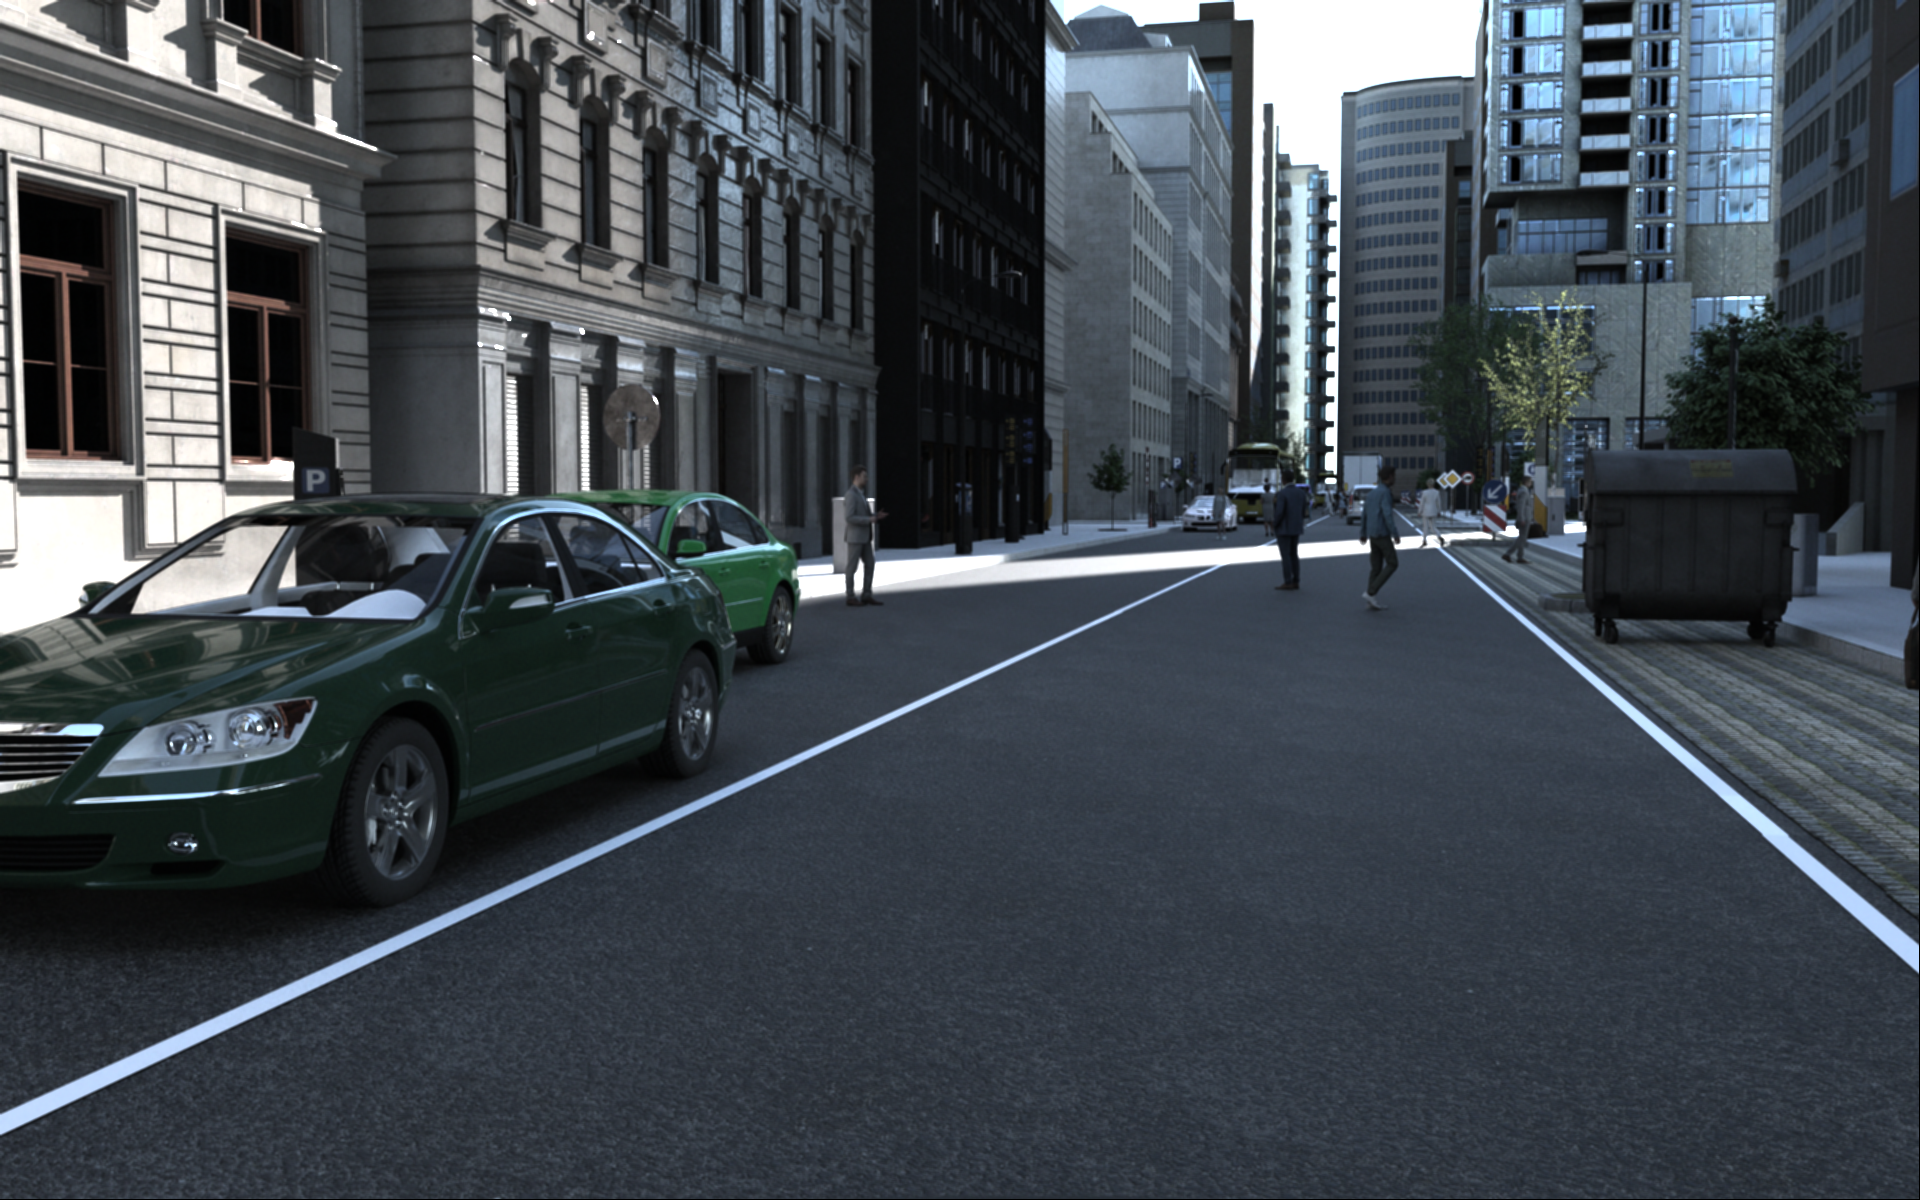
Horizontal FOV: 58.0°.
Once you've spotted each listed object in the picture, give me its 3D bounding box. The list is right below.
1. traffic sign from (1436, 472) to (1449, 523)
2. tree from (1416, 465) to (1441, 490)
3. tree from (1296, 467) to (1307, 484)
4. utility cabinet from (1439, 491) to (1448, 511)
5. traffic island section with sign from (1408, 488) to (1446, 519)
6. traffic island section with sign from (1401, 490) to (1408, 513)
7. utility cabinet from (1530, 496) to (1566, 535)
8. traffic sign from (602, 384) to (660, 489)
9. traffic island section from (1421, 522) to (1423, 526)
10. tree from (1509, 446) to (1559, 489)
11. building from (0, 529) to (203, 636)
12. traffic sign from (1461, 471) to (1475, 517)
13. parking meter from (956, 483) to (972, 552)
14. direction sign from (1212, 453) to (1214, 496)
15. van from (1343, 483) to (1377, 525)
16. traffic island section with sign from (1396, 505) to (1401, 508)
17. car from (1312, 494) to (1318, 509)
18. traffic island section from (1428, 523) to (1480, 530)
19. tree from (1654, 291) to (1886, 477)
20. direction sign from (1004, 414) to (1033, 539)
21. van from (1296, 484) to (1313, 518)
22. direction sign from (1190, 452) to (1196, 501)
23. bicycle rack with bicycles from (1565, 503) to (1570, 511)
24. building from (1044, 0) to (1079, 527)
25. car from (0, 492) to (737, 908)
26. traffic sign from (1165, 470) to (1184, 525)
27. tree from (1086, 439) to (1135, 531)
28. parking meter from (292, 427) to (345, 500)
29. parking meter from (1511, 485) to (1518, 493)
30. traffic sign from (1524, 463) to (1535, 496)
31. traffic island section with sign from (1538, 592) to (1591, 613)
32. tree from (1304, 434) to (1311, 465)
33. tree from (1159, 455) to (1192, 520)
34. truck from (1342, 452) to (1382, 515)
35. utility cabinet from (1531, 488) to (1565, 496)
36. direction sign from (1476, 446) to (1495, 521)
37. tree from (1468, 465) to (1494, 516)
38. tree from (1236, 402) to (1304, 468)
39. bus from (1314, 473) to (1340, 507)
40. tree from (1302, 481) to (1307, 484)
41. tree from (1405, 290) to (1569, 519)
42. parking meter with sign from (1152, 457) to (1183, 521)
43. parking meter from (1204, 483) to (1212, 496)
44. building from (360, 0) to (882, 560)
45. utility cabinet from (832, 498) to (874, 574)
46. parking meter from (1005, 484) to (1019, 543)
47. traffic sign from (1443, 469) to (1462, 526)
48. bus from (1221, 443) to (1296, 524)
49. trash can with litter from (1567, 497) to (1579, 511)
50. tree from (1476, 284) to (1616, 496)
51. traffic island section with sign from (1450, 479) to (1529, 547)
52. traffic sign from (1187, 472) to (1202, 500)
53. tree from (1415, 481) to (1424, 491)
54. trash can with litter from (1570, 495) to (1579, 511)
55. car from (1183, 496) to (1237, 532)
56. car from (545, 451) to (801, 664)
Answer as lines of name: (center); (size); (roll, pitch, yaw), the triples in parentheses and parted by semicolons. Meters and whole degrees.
traffic sign: (21.728, -4.528, 77.668); (0.795, 2.450, 0.064); (1, 4, 13)
tree: (53.406, -13.005, 196.347); (4.285, 4.588, 4.351); (0, 3, 0)
tree: (34.666, -12.093, 181.434); (4.285, 4.588, 4.351); (0, 3, 0)
utility cabinet: (36.021, -7.361, 129.032); (0.318, 1.500, 1.173); (0, 4, -2)
traffic island section with sign: (27.513, -5.690, 101.658); (1.989, 1.847, 2.006); (1, 4, 13)
traffic island section with sign: (33.932, -7.324, 128.376); (1.989, 1.847, 2.006); (1, 4, 13)
utility cabinet: (18.385, -2.632, 54.195); (1.020, 1.237, 0.306); (2, 4, 24)
traffic sign: (-3.834, -1.225, 20.129); (0.768, 2.556, 0.104); (1, 4, 21)
traffic island section: (21.752, -3.392, 77.740); (2.009, 0.180, 2.903); (1, 4, 13)
tree: (38.644, -8.144, 116.867); (4.285, 4.588, 4.351); (0, 3, 0)
building: (-14.253, -10.745, 11.845); (11.583, 22.565, 21.152); (1, 4, 13)
traffic sign: (28.237, -5.889, 96.398); (0.768, 2.556, 0.104); (1, 4, 17)
parking meter: (0.087, -1.815, 38.086); (0.372, 1.533, 0.369); (0, 3, 0)
direction sign: (13.843, -6.287, 94.796); (0.379, 3.537, 0.876); (0, 4, 6)
van: (19.029, -4.545, 81.325); (2.013, 2.044, 4.112); (1, 4, 11)
traffic island section with sign: (45.537, -10.279, 176.688); (1.989, 1.847, 2.006); (1, 4, 13)
car: (34.276, -9.808, 170.582); (2.015, 1.641, 3.980); (1, 4, 13)
traffic island section: (19.887, -2.917, 69.975); (2.009, 0.180, 2.903); (1, 4, 13)
tree: (13.085, -2.718, 28.154); (4.285, 4.588, 4.351); (0, 3, 0)
direction sign: (1.666, -3.497, 49.178); (0.876, 3.537, 0.379); (-1, 4, -20)
van: (20.080, -6.109, 104.272); (2.240, 2.365, 5.245); (1, 4, 15)
direction sign: (12.591, -6.216, 93.633); (0.379, 3.537, 0.876); (2, 4, 29)
bicycle rack with bicycles: (37.101, -5.634, 105.500); (2.852, 0.926, 2.925); (0, 4, -5)
building: (-7.864, -17.135, 67.541); (23.554, 28.519, 14.401); (1, 4, 13)
car: (-2.506, 0.253, 7.656); (2.131, 1.459, 4.920); (1, 4, 13)
traffic sign: (8.982, -4.213, 72.528); (0.795, 2.450, 0.064); (1, 4, 13)
tree: (5.452, -4.043, 60.710); (1.663, 3.219, 1.824); (0, 3, 0)
parking meter: (-5.605, -0.579, 15.175); (0.399, 1.863, 0.255); (-1, 4, -13)
parking meter: (36.303, -6.587, 113.413); (0.399, 1.863, 0.255); (0, 4, 5)
traffic sign: (18.236, -3.239, 55.085); (0.606, 2.300, 0.079); (1, 4, 18)
traffic island section with sign: (8.241, -0.780, 21.385); (1.989, 1.847, 2.006); (1, 4, 13)
tree: (37.235, -14.889, 193.799); (4.737, 8.622, 4.395); (0, 3, 0)
tree: (10.721, -5.609, 86.308); (1.663, 3.219, 1.824); (0, 3, 0)
truck: (28.138, -8.073, 120.908); (2.839, 4.237, 11.283); (1, 4, 15)
utility cabinet: (22.327, -3.494, 65.811); (1.173, 1.500, 0.318); (0, 4, -1)
direction sign: (24.765, -5.487, 81.711); (0.876, 3.537, 0.379); (2, 4, 32)
tree: (30.468, -6.524, 101.262); (1.663, 3.219, 1.824); (0, 3, 0)
tree: (23.801, -11.327, 135.552); (4.737, 8.622, 4.395); (0, 3, 0)
bus: (42.855, -12.873, 202.020); (2.896, 3.916, 12.252); (1, 4, 13)
tree: (43.724, -13.883, 221.581); (1.663, 3.219, 1.824); (0, 3, 0)
tree: (27.217, -10.020, 89.590); (9.928, 11.665, 9.643); (0, 3, 0)
parking meter with sign: (9.756, -5.226, 81.710); (1.738, 3.016, 0.543); (-3, 5, -45)
parking meter: (12.793, -5.117, 89.367); (0.399, 1.863, 0.255); (3, 5, 41)
building: (-8.466, -11.117, 30.911); (9.793, 20.994, 18.267); (1, 4, 13)
utility cabinet: (-1.727, -1.044, 28.235); (0.306, 1.237, 1.020); (1, 4, 21)
parking meter: (1.375, -2.287, 45.797); (0.372, 1.533, 0.369); (0, 3, 0)
traffic sign: (19.863, -4.053, 69.903); (0.795, 2.450, 0.064); (1, 4, 13)
bus: (15.187, -5.837, 86.990); (2.896, 3.916, 12.252); (1, 4, 15)
trash can with litter: (36.037, -5.528, 101.772); (1.055, 1.170, 0.624); (0, 4, 7)
tree: (20.601, -6.744, 60.632); (4.360, 8.622, 3.978); (0, 3, 0)
traffic island section with sign: (14.537, -2.385, 47.625); (1.989, 1.847, 2.006); (1, 4, 13)
traffic sign: (10.847, -4.688, 80.293); (0.795, 2.450, 0.064); (1, 4, 13)
tree: (56.266, -13.318, 212.351); (1.663, 3.219, 1.824); (0, 3, 0)
trash can with litter: (30.713, -4.684, 87.636); (2.233, 1.210, 1.678); (1, 4, 20)
car: (9.766, -3.368, 67.435); (2.083, 1.381, 4.827); (1, 4, 13)
car: (-2.661, -0.287, 13.497); (1.959, 1.807, 4.718); (1, 4, 13)
